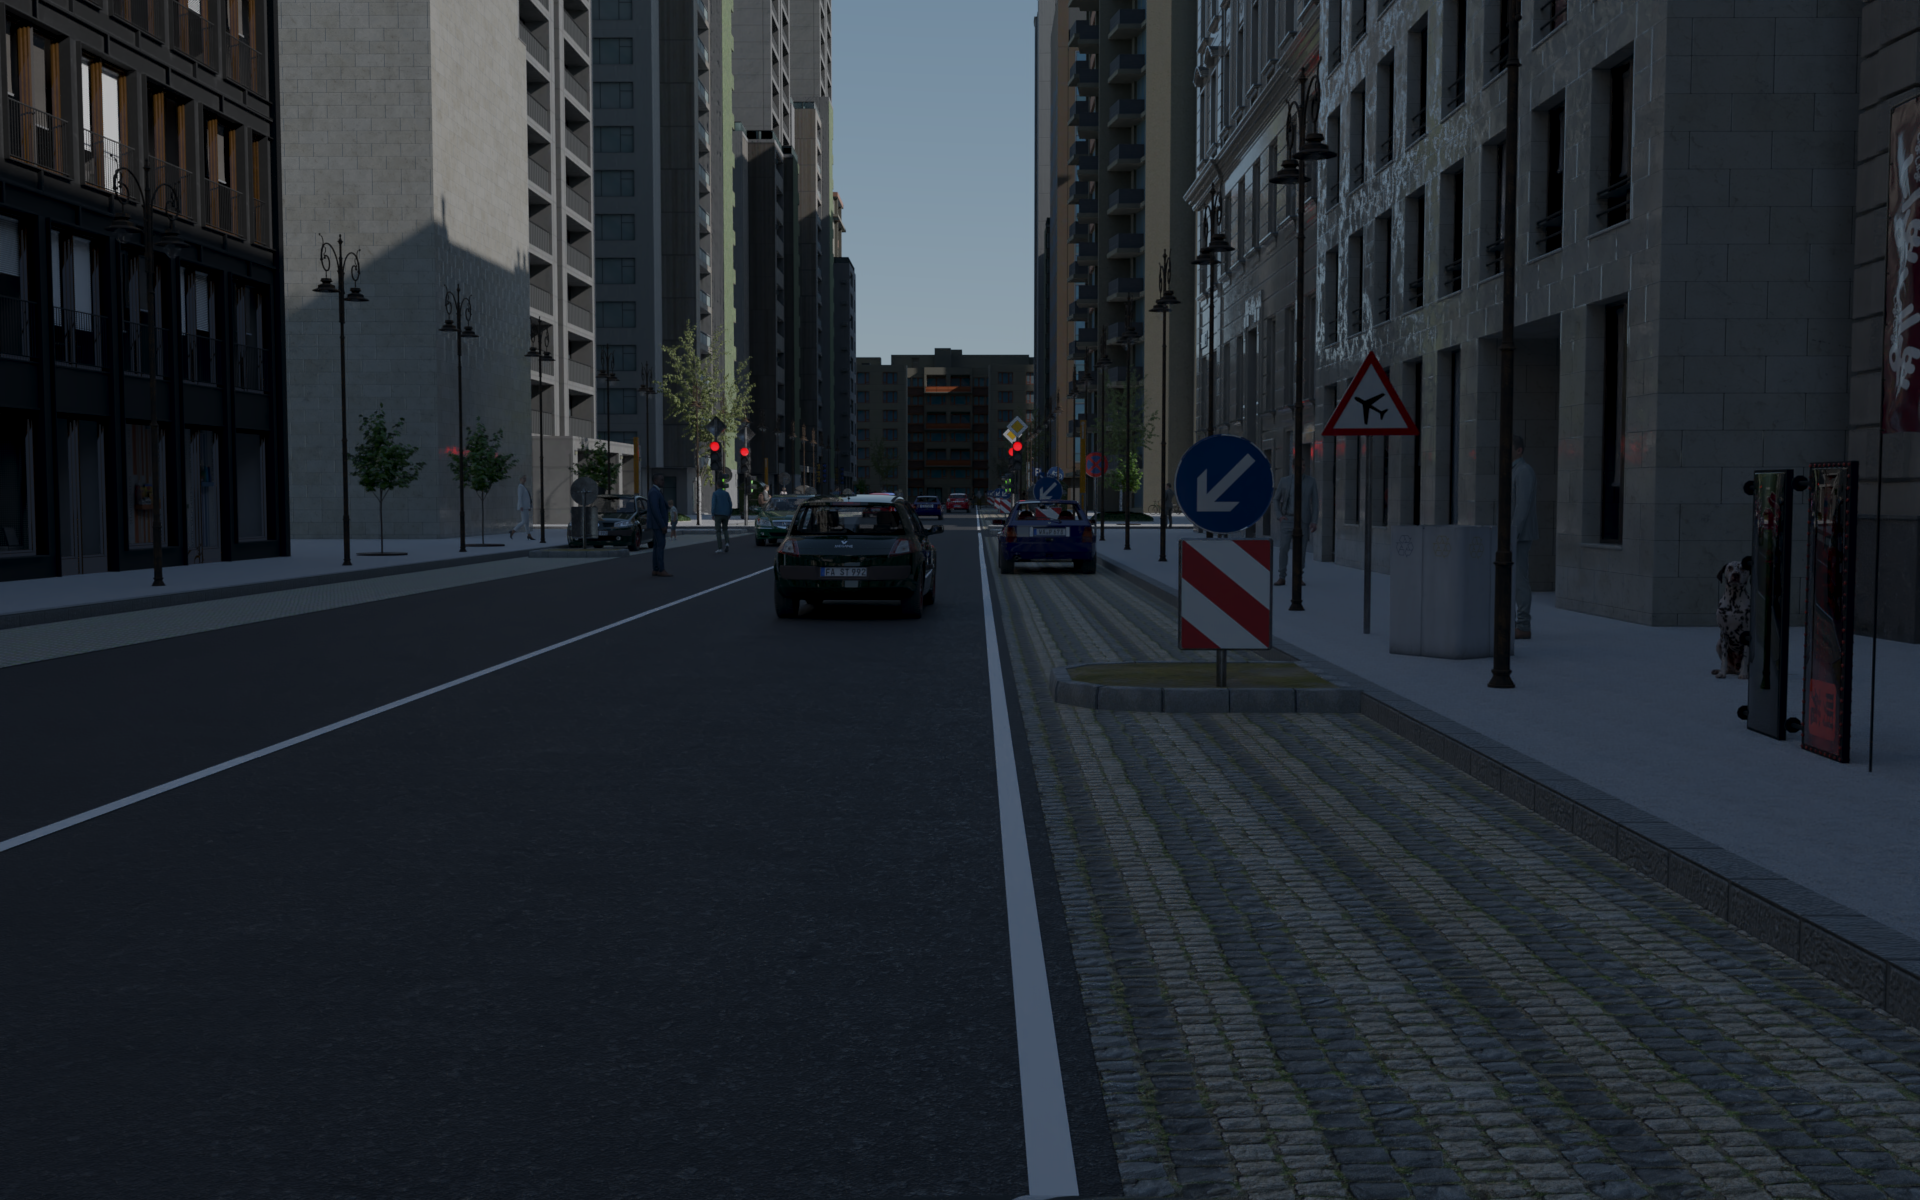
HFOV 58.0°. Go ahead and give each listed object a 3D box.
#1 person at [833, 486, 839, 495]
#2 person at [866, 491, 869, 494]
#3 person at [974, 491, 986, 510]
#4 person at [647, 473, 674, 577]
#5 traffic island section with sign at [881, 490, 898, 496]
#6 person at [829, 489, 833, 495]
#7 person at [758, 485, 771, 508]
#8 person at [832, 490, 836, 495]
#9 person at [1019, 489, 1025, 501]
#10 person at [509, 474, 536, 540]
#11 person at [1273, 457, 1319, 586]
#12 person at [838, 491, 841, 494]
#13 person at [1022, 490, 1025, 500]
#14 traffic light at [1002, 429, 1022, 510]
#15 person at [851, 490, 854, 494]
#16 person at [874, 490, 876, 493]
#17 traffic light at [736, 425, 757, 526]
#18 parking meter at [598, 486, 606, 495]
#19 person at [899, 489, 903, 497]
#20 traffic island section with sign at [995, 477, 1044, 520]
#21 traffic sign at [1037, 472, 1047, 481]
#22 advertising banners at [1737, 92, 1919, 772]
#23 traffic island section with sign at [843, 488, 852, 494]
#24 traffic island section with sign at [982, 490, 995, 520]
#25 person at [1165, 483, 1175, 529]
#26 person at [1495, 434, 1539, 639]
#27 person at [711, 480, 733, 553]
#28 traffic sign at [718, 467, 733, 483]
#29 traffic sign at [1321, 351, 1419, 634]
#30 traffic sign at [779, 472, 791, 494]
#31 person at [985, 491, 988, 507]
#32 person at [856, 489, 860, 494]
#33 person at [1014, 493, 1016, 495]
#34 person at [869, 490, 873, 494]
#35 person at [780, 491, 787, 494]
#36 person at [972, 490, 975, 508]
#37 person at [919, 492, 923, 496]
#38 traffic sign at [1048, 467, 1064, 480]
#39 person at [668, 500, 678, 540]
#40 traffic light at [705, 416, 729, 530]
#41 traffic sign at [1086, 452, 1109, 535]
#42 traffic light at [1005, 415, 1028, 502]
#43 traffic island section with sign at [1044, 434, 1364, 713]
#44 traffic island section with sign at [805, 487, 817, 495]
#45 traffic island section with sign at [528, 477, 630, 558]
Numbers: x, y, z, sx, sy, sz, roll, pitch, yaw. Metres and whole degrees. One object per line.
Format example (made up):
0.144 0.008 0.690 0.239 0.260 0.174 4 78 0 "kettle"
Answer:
-6.350 -4.900 88.637 0.654 1.822 0.581 -2 4 -24 "person"
-10.050 -11.210 190.039 0.721 1.735 1.217 1 4 13 "person"
1.820 -9.267 160.748 1.217 1.736 0.721 2 4 28 "person"
-5.274 -1.321 30.282 0.419 1.800 0.721 -1 4 -17 "person"
-7.490 -9.993 172.007 1.989 1.847 2.006 0 4 1 "traffic island section with sign"
-12.360 -9.796 167.000 1.217 1.735 0.721 -3 5 -42 "person"
-8.386 -4.038 74.485 0.822 1.834 0.622 -2 4 -29 "person"
-11.640 -9.445 161.175 0.721 1.736 1.217 3 5 43 "person"
5.403 -9.067 155.008 0.721 1.743 1.217 3 5 43 "person"
-12.158 -2.574 48.005 0.818 1.842 0.514 -2 4 -30 "person"
4.712 -1.112 24.323 0.635 1.810 0.391 0 4 2 "person"
-10.762 -9.141 155.371 0.599 1.838 0.709 3 4 38 "person"
6.855 -11.045 187.452 1.217 1.723 0.721 -3 5 -39 "person"
2.104 -4.962 70.041 0.839 4.253 0.868 0 4 1 "traffic light"
-10.563 -9.938 169.463 0.756 1.711 0.436 1 4 19 "person"
-9.847 -12.022 203.127 0.721 1.766 1.217 -1 4 -21 "person"
-8.657 -4.966 70.119 0.839 4.253 0.868 0 4 1 "traffic light"
-10.660 -2.622 51.274 0.372 1.533 0.369 0 3 0 "parking meter"
-4.320 -7.133 125.312 0.728 1.800 0.709 3 4 36 "person"
1.881 -1.902 39.729 1.989 1.847 2.006 0 4 1 "traffic island section with sign"
4.885 -6.178 101.112 0.768 2.556 0.104 0 4 8 "traffic sign"
4.238 -0.748 8.415 0.090 3.025 2.074 0 4 5 "advertising banners"
-7.910 -6.964 122.493 1.989 1.847 2.006 0 4 1 "traffic island section with sign"
2.368 -5.268 94.752 1.989 1.847 2.006 0 4 1 "traffic island section with sign"
7.854 -3.526 65.960 0.447 1.846 0.655 3 5 44 "person"
4.927 -0.564 15.360 0.391 1.810 0.635 0 4 4 "person"
-5.815 -2.045 42.277 0.601 1.785 0.444 -2 4 -28 "person"
-10.907 -4.897 80.176 0.768 2.556 0.104 0 4 8 "traffic sign"
3.739 -0.969 15.844 0.884 2.594 0.081 0 4 4 "traffic sign"
-10.235 -6.159 100.800 0.768 2.556 0.104 0 4 4 "traffic sign"
2.964 -11.376 194.499 0.705 1.824 1.348 0 4 1 "person"
-9.833 -9.892 167.780 0.705 1.823 1.348 -2 4 -26 "person"
7.071 -12.624 212.547 1.348 1.812 0.705 2 4 26 "person"
-10.085 -11.676 197.393 0.683 1.767 0.568 1 4 14 "person"
-12.094 -6.762 117.275 0.731 1.740 0.598 -3 4 -38 "person"
1.314 -10.249 176.088 0.705 1.822 1.348 0 4 -1 "person"
-4.708 -11.896 203.827 0.721 1.723 1.217 2 4 30 "person"
4.422 -4.895 80.133 0.768 2.556 0.104 0 4 3 "traffic sign"
-8.840 -2.455 53.318 0.352 1.250 0.332 1 4 16 "person"
-8.727 -4.478 62.135 0.839 4.253 0.868 0 4 1 "traffic light"
4.101 -3.198 52.391 0.768 2.556 0.104 0 4 3 "traffic sign"
2.034 -4.473 62.056 0.839 4.253 0.868 0 4 1 "traffic light"
1.645 -0.219 12.210 1.989 1.847 2.006 0 4 1 "traffic island section with sign"
-8.148 -5.274 94.854 1.989 1.847 2.006 0 4 1 "traffic island section with sign"
-8.640 -1.892 39.565 1.989 1.847 2.006 0 4 1 "traffic island section with sign"
